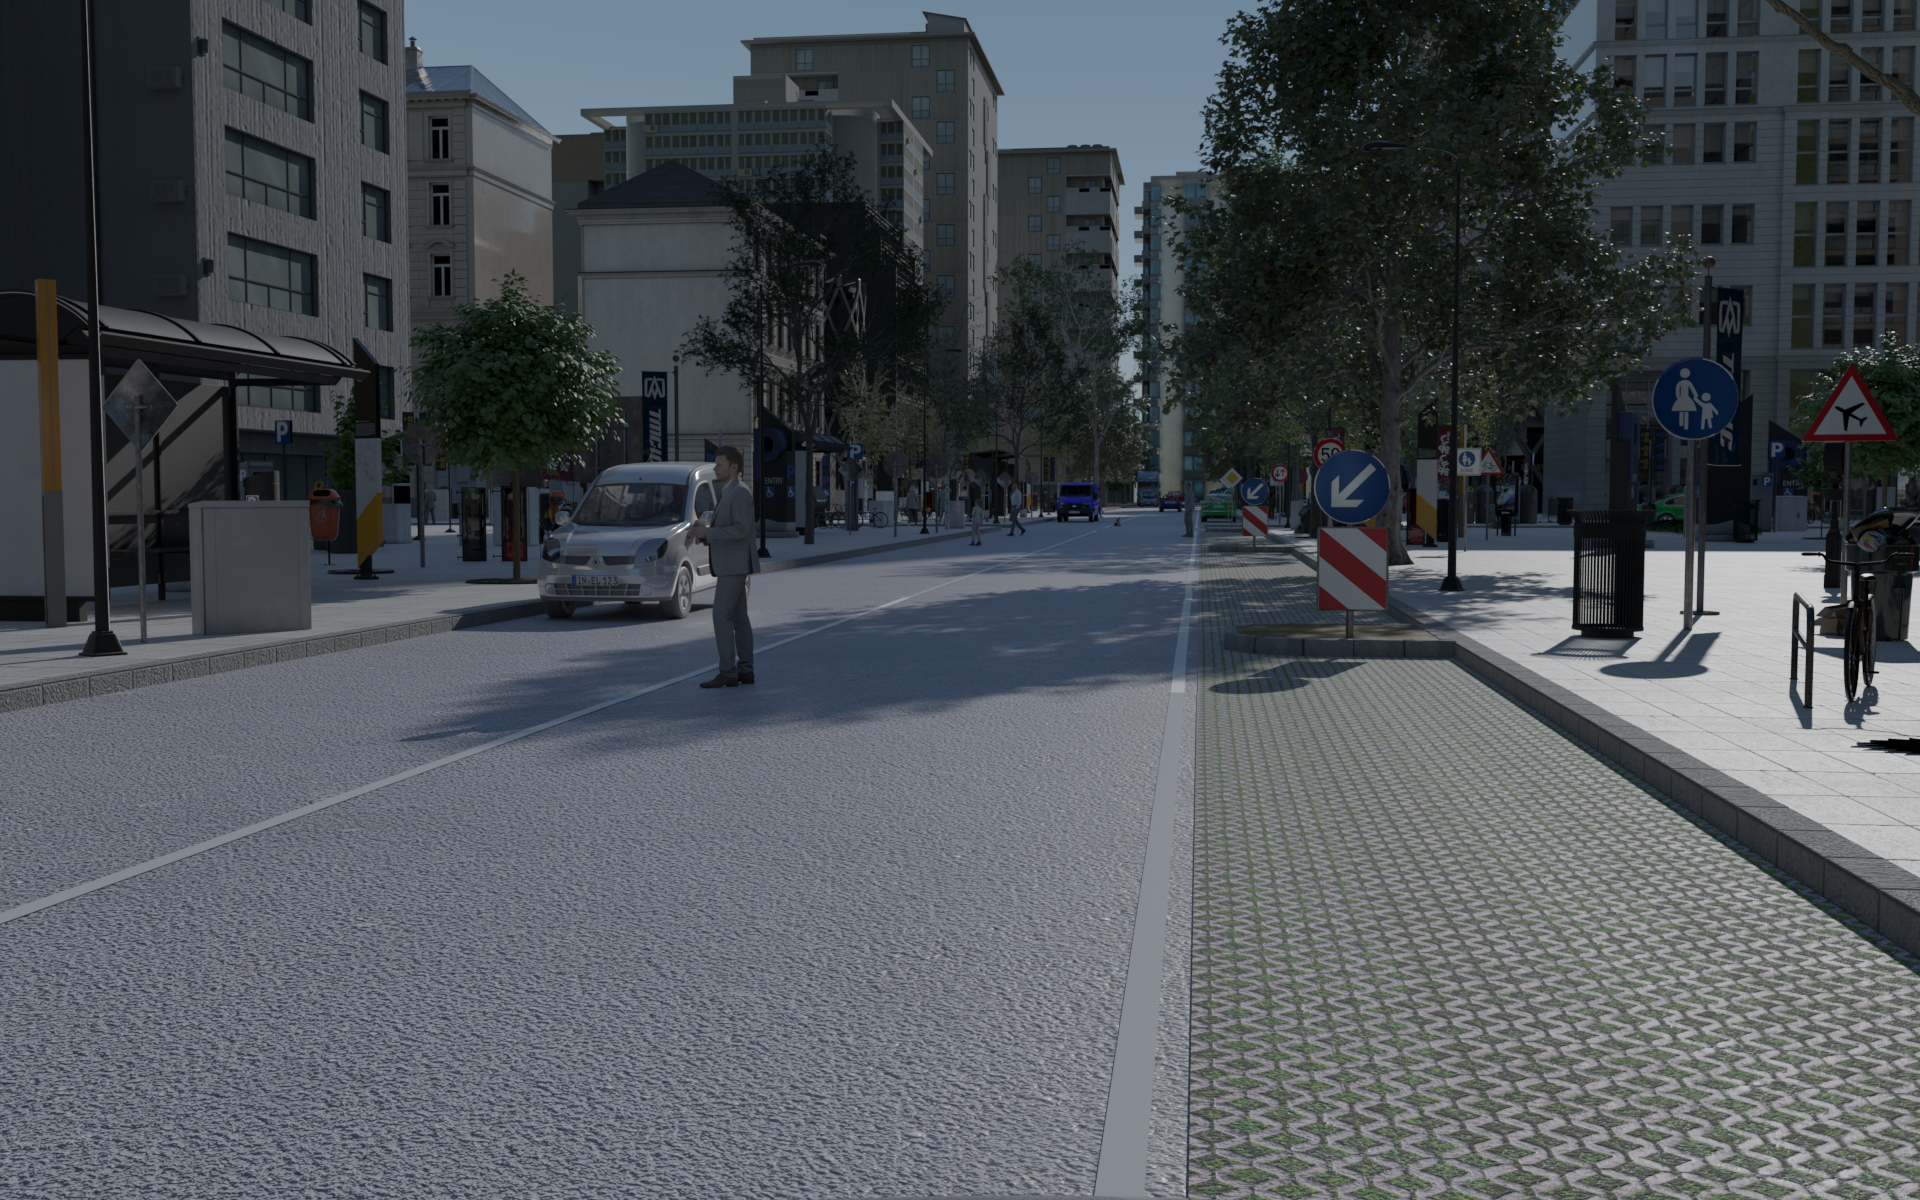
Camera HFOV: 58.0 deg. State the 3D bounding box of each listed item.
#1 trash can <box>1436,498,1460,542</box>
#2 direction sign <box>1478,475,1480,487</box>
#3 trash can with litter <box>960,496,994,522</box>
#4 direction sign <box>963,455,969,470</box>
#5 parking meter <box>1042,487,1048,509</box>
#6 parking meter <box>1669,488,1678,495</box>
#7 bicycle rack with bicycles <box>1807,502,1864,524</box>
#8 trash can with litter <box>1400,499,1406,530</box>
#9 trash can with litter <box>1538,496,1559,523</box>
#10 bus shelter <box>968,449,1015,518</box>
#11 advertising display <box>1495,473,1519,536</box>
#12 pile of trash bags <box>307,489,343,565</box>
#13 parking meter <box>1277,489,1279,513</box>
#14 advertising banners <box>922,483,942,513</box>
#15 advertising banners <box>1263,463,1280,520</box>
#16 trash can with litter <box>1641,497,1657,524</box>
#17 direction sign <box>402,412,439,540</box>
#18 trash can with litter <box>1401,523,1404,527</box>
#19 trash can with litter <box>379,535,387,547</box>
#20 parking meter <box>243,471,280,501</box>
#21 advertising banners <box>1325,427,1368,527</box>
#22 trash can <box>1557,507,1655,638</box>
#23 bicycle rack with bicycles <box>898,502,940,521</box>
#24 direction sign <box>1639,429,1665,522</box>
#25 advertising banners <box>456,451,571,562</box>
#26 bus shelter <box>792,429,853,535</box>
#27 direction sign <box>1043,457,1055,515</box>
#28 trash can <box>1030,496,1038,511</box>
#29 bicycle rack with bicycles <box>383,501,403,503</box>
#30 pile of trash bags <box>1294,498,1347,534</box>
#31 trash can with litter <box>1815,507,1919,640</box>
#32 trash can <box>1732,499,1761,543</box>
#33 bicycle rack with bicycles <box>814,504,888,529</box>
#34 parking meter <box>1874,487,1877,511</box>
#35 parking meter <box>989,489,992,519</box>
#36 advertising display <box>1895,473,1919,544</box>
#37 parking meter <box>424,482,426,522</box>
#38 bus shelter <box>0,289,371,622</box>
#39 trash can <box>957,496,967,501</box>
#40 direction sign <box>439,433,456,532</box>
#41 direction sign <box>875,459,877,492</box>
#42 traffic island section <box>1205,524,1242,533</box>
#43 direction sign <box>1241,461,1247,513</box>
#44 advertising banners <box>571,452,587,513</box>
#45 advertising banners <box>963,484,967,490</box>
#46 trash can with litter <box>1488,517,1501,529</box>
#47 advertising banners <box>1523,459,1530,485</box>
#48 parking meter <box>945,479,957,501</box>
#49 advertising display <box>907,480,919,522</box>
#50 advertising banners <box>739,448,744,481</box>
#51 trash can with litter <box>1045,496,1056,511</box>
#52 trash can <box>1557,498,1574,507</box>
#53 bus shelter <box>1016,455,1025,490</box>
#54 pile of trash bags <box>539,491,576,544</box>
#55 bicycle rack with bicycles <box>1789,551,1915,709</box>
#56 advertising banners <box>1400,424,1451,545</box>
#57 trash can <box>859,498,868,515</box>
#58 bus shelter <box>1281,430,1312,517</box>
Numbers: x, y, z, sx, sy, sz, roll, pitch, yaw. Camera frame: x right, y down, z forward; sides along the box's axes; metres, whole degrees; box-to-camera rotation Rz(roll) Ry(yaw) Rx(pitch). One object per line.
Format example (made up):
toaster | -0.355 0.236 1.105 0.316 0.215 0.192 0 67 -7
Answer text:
trash can | 13.416 -2.263 48.658 0.748 1.137 0.748 0 3 0
direction sign | 29.993 -6.613 100.123 0.379 3.537 0.876 1 4 13
trash can with litter | 0.664 -4.159 79.057 2.233 1.210 1.678 -1 4 -22
direction sign | 0.632 -6.640 100.554 0.876 3.537 0.379 1 4 13
parking meter | 6.726 -8.056 137.428 0.399 1.863 0.255 -1 4 -13
parking meter | 29.293 -3.837 71.138 0.372 1.533 0.369 0 3 0
bicycle rack with bicycles | 36.961 -3.708 74.012 2.925 0.926 2.852 -1 4 -19
trash can with litter | 15.149 -3.075 61.342 2.233 1.210 1.678 -3 5 -42
trash can with litter | 26.027 -4.040 77.111 2.233 1.210 1.678 -1 4 -8
bus shelter | 1.660 -6.303 94.340 1.731 3.624 6.357 0 4 8
advertising display | 16.689 -2.915 52.866 0.123 1.923 0.974 -1 4 -20
pile of trash bags | -12.745 -1.288 30.817 3.447 1.369 1.912 0 4 -6
parking meter | 21.603 -6.806 116.984 0.255 1.863 0.399 -2 4 -29
advertising banners | -2.055 -7.056 111.549 2.074 3.025 0.090 -1 4 -14
advertising banners | 15.722 -5.573 87.302 0.090 3.025 2.074 -1 4 -17
trash can with litter | 25.280 -3.151 62.898 1.055 1.170 0.624 2 4 23
direction sign | -15.021 -3.423 47.968 0.379 3.537 0.876 3 5 40
trash can with litter | 15.986 -3.246 64.462 1.055 1.170 0.624 1 4 21
trash can with litter | -14.370 -1.862 41.830 0.624 1.170 1.055 1 4 14
parking meter | -7.670 -0.650 19.046 0.372 1.533 0.369 0 3 0
advertising banners | 10.478 -2.985 44.993 2.074 3.025 0.090 2 4 29
trash can | 5.835 -0.240 15.578 0.748 1.137 0.748 0 3 0
bicycle rack with bicycles | -2.242 -4.248 82.837 2.925 0.926 2.852 0 4 5
direction sign | 24.129 -4.188 60.463 0.876 3.537 0.379 0 4 -3
advertising banners | -8.514 -2.246 32.905 2.074 3.025 0.090 0 4 -3
bus shelter | -4.988 -3.804 56.126 2.014 3.302 5.546 0 4 8
direction sign | 5.450 -6.967 105.903 0.876 3.537 0.379 3 5 41
trash can | 5.515 -7.229 129.854 0.748 1.137 0.748 0 3 0
bicycle rack with bicycles | -39.894 -6.341 117.063 2.925 0.926 2.852 2 4 32
pile of trash bags | 12.115 -2.795 55.446 1.912 1.369 3.447 -1 4 -13
trash can with litter | 8.015 -0.248 15.442 0.624 1.170 1.055 0 4 -8
trash can | 20.618 -2.067 45.452 0.748 1.137 0.748 0 3 0
bicycle rack with bicycles | -4.423 -3.086 63.832 2.925 0.926 2.852 1 4 22
parking meter | 40.858 -4.362 77.030 0.399 1.863 0.255 2 4 28
parking meter | 1.464 -4.996 90.100 0.372 1.533 0.369 0 3 0
advertising display | 20.008 -1.900 36.271 0.123 1.923 0.974 -1 4 -16
parking meter | -24.439 -4.467 78.746 0.255 1.863 0.399 0 4 -7
bus shelter | -9.002 -1.587 19.878 2.014 3.302 5.546 0 4 8
trash can | 0.211 -5.935 108.683 0.748 1.137 0.748 0 3 0
direction sign | -17.085 -4.034 57.948 0.876 3.537 0.379 0 4 -7
direction sign | -4.738 -6.475 97.861 0.379 3.537 0.876 -1 4 -10
traffic island section | 10.311 -2.648 65.578 2.009 0.180 2.903 0 4 8
direction sign | 19.549 -7.772 119.066 0.379 3.537 0.876 2 4 28
advertising banners | -7.446 -2.391 35.284 2.074 3.025 0.090 1 4 23
advertising banners | 0.658 -6.575 103.683 0.090 3.025 2.074 2 4 30
trash can with litter | 19.830 -3.207 63.816 0.624 1.170 1.055 -1 4 -16
advertising banners | 27.807 -5.523 86.491 0.090 3.025 2.074 -1 4 -16
parking meter | -0.340 -3.715 66.453 0.399 1.863 0.255 3 5 40
advertising display | -2.127 -4.489 78.613 0.123 1.923 0.974 2 4 23
advertising banners | -8.888 -4.332 67.017 0.090 3.025 2.074 -3 4 -38
trash can with litter | 6.441 -6.776 122.179 0.624 1.170 1.055 -2 4 -29
trash can | 24.869 -3.641 71.188 0.748 1.137 0.748 0 3 0
bus shelter | 2.697 -6.868 103.576 1.731 3.624 6.357 0 4 8
pile of trash bags | -10.873 -2.210 45.878 1.912 1.369 3.447 0 4 -6
bicycle rack with bicycles | 6.424 0.151 10.906 2.852 0.926 2.925 2 4 24
advertising banners | 11.434 -2.893 43.493 2.074 3.025 0.090 0 4 -6
trash can | -5.943 -5.783 106.205 0.748 1.137 0.748 0 3 0
bus shelter | 19.258 -7.434 99.173 2.179 5.291 8.768 0 4 8
